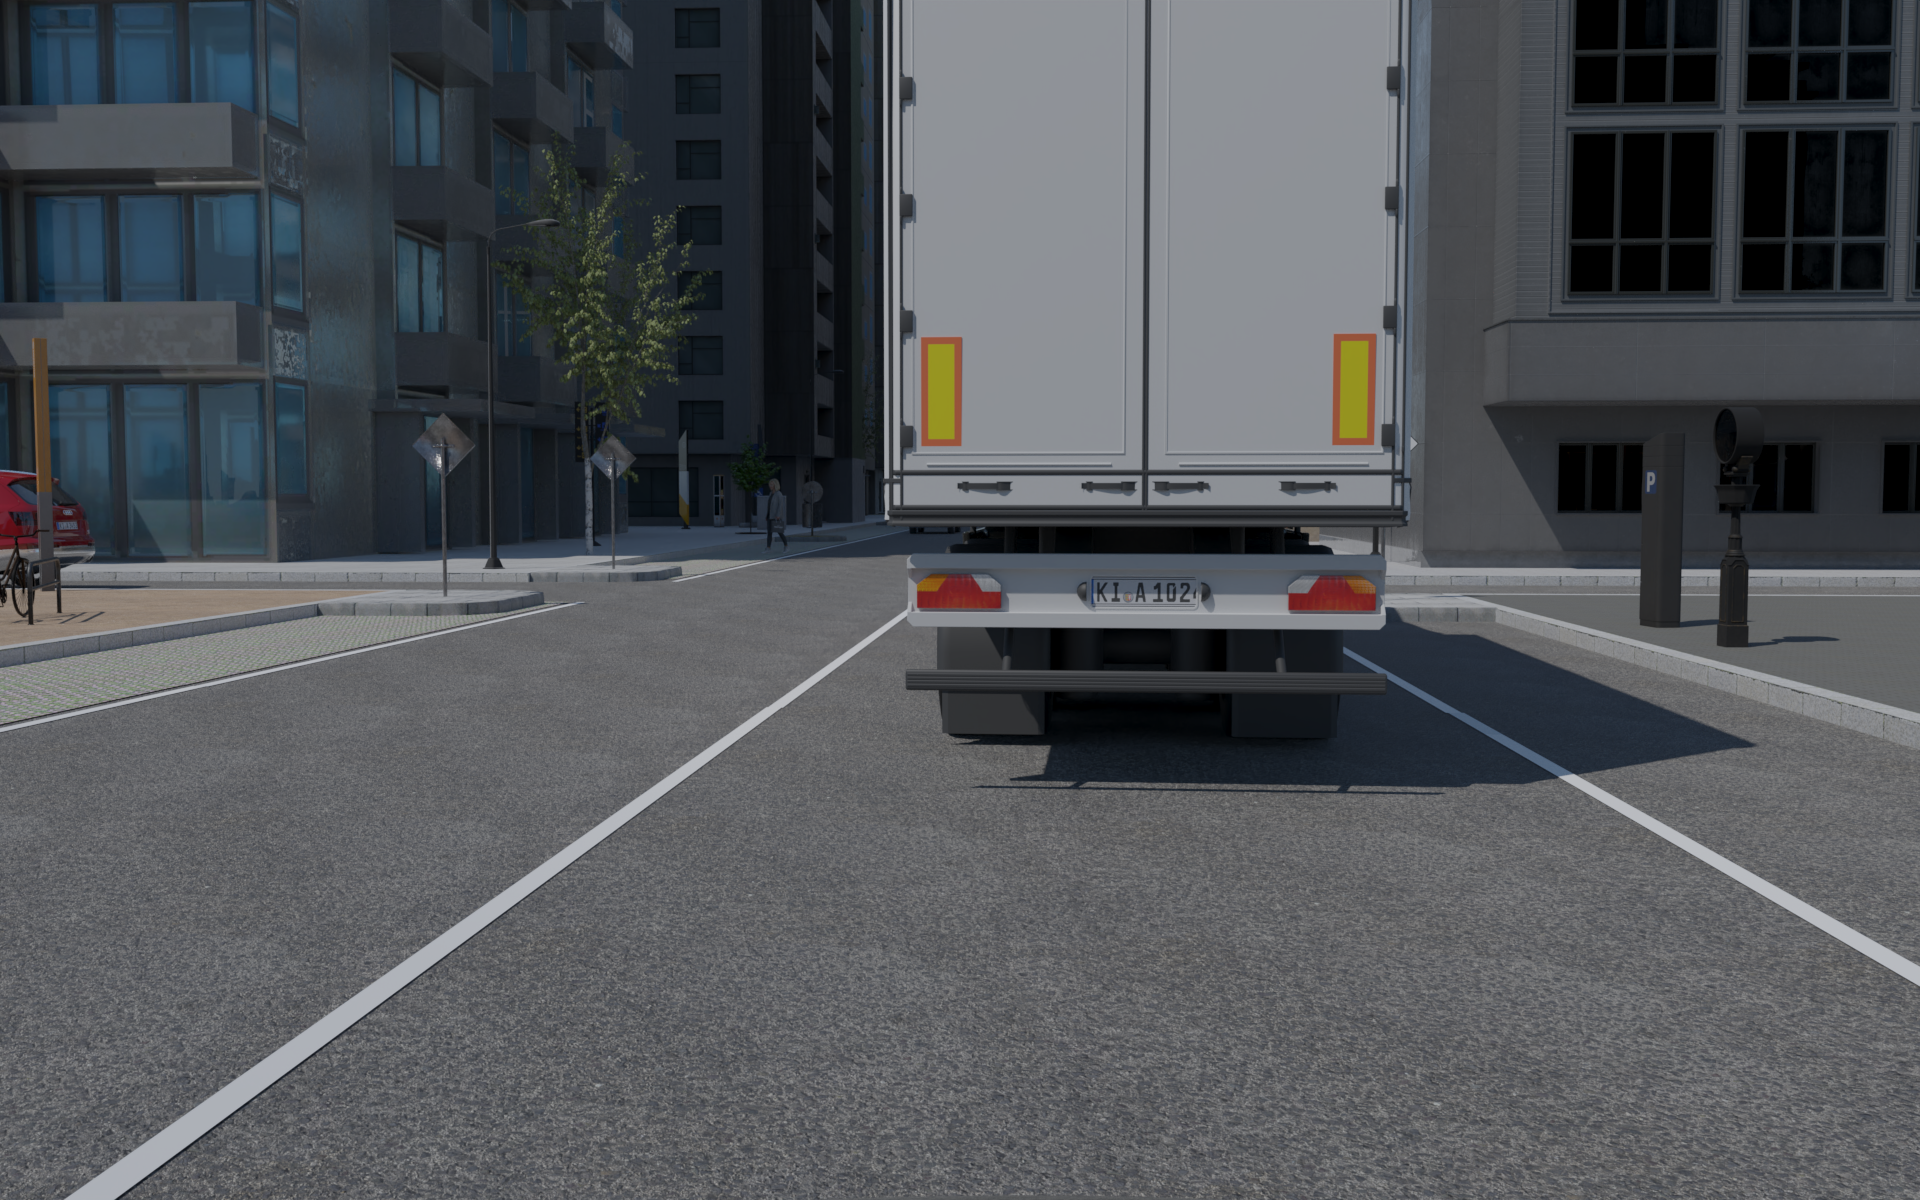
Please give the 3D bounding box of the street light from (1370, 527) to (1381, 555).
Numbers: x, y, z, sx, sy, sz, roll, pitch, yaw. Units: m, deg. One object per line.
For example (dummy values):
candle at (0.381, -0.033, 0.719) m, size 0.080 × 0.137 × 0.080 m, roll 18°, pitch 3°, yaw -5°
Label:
street light at (7.290, -3.668, 32.511) m, size 1.470 × 5.913 × 1.316 m, roll 0°, pitch 4°, yaw 4°

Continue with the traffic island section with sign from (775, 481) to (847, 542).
traffic island section with sign at (-4.483, -2.682, 52.473) m, size 1.989 × 1.847 × 2.006 m, roll 0°, pitch 4°, yaw 4°

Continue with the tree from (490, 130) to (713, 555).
tree at (-7.515, -5.237, 35.985) m, size 4.737 × 8.622 × 4.395 m, roll 0°, pitch 3°, yaw 0°

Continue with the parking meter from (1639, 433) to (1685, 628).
parking meter at (6.778, -0.674, 16.733) m, size 0.255 × 1.863 × 0.399 m, roll 0°, pitch 4°, yaw -5°

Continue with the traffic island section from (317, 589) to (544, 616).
traffic island section at (-6.453, 0.039, 21.645) m, size 2.009 × 0.180 × 2.903 m, roll 0°, pitch 4°, yaw 4°

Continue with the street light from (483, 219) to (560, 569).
street light at (-7.450, -3.482, 29.466) m, size 1.470 × 5.913 × 1.316 m, roll 0°, pitch 4°, yaw 4°

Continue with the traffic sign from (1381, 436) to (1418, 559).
traffic sign at (5.091, -1.051, 20.827) m, size 0.795 × 2.450 × 0.064 m, roll 0°, pitch 4°, yaw 4°

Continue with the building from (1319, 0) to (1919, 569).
building at (23.227, -13.129, 33.731) m, size 30.058 × 24.678 × 14.314 m, roll 0°, pitch 4°, yaw 4°

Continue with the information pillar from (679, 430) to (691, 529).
information pillar at (-10.050, -4.387, 63.082) m, size 0.504 × 3.616 × 0.183 m, roll 3°, pitch 5°, yaw 45°

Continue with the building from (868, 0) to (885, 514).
building at (-10.486, -26.188, 111.771) m, size 14.154 × 41.232 × 14.086 m, roll 0°, pitch 4°, yaw 4°

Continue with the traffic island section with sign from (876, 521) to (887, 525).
traffic island section with sign at (-2.769, -4.327, 79.374) m, size 1.989 × 1.847 × 2.006 m, roll 0°, pitch 4°, yaw 4°

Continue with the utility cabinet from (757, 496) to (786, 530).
utility cabinet at (-6.759, -3.118, 62.136) m, size 1.020 × 1.237 × 0.306 m, roll 0°, pitch 4°, yaw 0°

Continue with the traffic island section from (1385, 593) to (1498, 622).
traffic island section at (5.115, 0.084, 20.903) m, size 2.009 × 0.180 × 2.903 m, roll 0°, pitch 4°, yaw 4°

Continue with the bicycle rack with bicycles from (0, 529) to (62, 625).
bicycle rack with bicycles at (-10.306, -0.240, 17.300) m, size 2.852 × 0.926 × 2.925 m, roll -1°, pitch 4°, yaw -18°

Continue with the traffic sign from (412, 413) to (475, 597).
traffic sign at (-6.429, -1.097, 21.582) m, size 0.795 × 2.450 × 0.064 m, roll 0°, pitch 4°, yaw 4°

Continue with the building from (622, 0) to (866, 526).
building at (-11.906, -18.506, 74.275) m, size 14.160 × 30.474 × 14.107 m, roll 0°, pitch 4°, yaw 4°

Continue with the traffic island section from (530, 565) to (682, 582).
traffic island section at (-5.943, -0.449, 29.614) m, size 2.009 × 0.180 × 2.903 m, roll 0°, pitch 4°, yaw 4°

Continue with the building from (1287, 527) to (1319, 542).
building at (19.712, -15.753, 62.081) m, size 19.350 × 26.468 × 34.151 m, roll 0°, pitch 4°, yaw 4°

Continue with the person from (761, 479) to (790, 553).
person at (-4.387, -2.010, 41.550) m, size 0.728 × 1.800 × 0.709 m, roll -3°, pitch 4°, yaw -36°

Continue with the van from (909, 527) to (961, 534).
van at (-0.899, -3.481, 63.924) m, size 2.013 × 2.044 × 4.112 m, roll 0°, pitch 4°, yaw 5°

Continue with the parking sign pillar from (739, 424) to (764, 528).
parking sign pillar at (-7.774, -4.766, 66.400) m, size 1.447 × 3.967 × 1.447 m, roll -1°, pitch 4°, yaw -10°

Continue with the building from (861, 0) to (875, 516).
building at (-12.444, -27.272, 96.013) m, size 14.600 × 45.320 × 14.200 m, roll 0°, pitch 4°, yaw 4°

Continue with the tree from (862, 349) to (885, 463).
tree at (-5.113, -8.284, 85.800) m, size 4.360 × 8.622 × 3.978 m, roll 0°, pitch 3°, yaw 0°

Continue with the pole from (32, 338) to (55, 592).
pole at (-12.050, -1.769, 22.772) m, size 0.158 × 3.312 × 0.155 m, roll 0°, pitch 3°, yaw 0°

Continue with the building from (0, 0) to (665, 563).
building at (-21.411, -25.958, 44.027) m, size 23.786 × 49.044 × 30.456 m, roll 0°, pitch 4°, yaw 4°

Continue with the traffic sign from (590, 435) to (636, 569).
traffic sign at (-5.919, -1.585, 29.551) m, size 0.795 × 2.450 × 0.064 m, roll 0°, pitch 4°, yaw 4°

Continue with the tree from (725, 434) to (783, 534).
tree at (-6.826, -3.735, 55.661) m, size 1.663 × 3.219 × 1.824 m, roll 0°, pitch 3°, yaw 0°

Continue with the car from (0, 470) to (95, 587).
car at (-15.744, -1.043, 25.721) m, size 5.304 × 1.827 × 2.281 m, roll 0°, pitch 4°, yaw 2°

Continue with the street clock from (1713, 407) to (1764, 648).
street clock at (6.495, -0.608, 14.505) m, size 0.358 × 2.002 × 0.471 m, roll 0°, pitch 3°, yaw 0°

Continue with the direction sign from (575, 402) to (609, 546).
direction sign at (-9.057, -3.101, 42.699) m, size 0.876 × 3.537 × 0.379 m, roll -2°, pitch 4°, yaw -35°

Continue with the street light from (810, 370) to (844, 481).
street light at (-5.054, -5.657, 65.034) m, size 1.470 × 5.913 × 1.316 m, roll 0°, pitch 4°, yaw 4°

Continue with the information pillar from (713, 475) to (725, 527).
information pillar at (-9.262, -3.796, 66.561) m, size 0.304 × 2.012 × 0.304 m, roll 2°, pitch 4°, yaw 25°

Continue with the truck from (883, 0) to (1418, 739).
truck at (1.349, -1.504, 13.510) m, size 2.839 × 4.237 × 11.283 m, roll 0°, pitch 4°, yaw 5°
